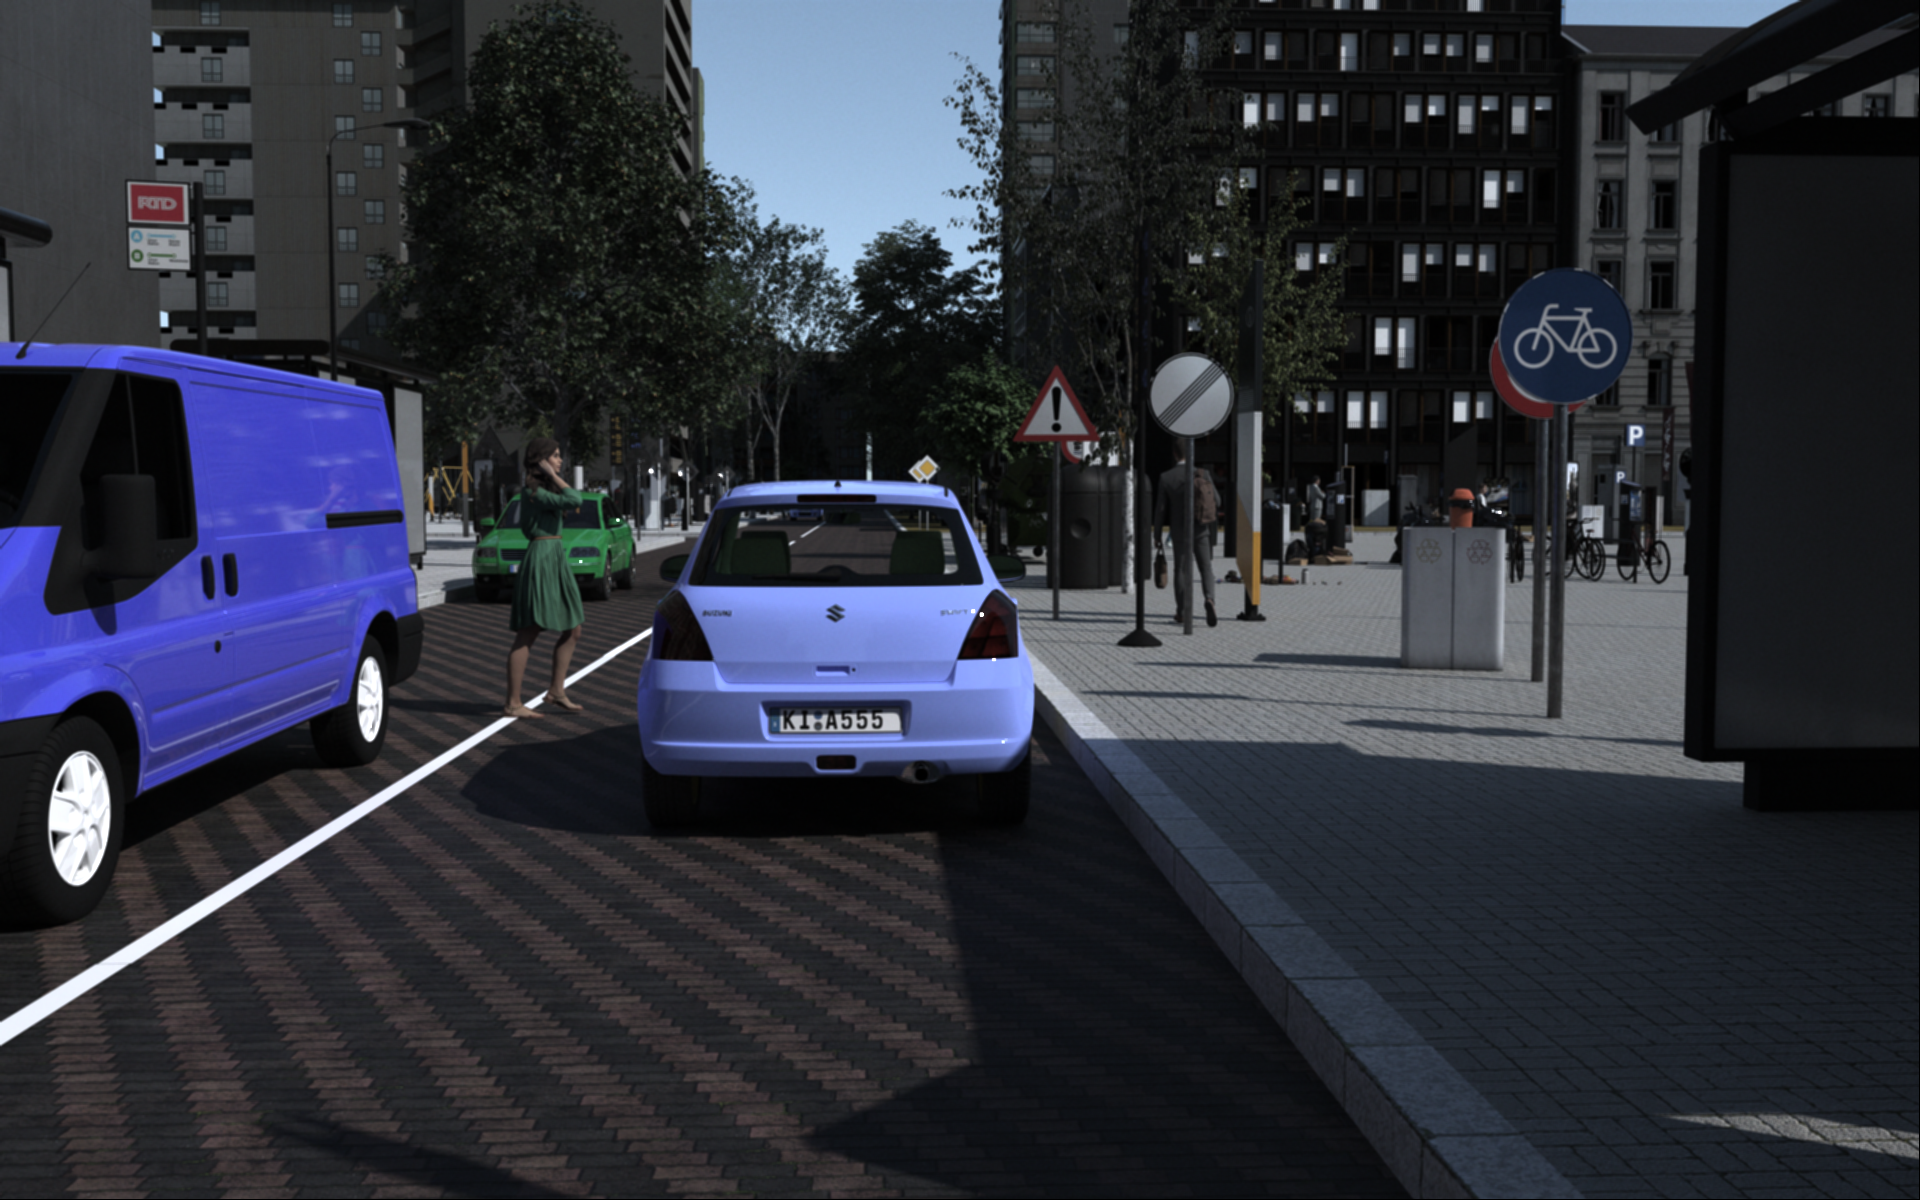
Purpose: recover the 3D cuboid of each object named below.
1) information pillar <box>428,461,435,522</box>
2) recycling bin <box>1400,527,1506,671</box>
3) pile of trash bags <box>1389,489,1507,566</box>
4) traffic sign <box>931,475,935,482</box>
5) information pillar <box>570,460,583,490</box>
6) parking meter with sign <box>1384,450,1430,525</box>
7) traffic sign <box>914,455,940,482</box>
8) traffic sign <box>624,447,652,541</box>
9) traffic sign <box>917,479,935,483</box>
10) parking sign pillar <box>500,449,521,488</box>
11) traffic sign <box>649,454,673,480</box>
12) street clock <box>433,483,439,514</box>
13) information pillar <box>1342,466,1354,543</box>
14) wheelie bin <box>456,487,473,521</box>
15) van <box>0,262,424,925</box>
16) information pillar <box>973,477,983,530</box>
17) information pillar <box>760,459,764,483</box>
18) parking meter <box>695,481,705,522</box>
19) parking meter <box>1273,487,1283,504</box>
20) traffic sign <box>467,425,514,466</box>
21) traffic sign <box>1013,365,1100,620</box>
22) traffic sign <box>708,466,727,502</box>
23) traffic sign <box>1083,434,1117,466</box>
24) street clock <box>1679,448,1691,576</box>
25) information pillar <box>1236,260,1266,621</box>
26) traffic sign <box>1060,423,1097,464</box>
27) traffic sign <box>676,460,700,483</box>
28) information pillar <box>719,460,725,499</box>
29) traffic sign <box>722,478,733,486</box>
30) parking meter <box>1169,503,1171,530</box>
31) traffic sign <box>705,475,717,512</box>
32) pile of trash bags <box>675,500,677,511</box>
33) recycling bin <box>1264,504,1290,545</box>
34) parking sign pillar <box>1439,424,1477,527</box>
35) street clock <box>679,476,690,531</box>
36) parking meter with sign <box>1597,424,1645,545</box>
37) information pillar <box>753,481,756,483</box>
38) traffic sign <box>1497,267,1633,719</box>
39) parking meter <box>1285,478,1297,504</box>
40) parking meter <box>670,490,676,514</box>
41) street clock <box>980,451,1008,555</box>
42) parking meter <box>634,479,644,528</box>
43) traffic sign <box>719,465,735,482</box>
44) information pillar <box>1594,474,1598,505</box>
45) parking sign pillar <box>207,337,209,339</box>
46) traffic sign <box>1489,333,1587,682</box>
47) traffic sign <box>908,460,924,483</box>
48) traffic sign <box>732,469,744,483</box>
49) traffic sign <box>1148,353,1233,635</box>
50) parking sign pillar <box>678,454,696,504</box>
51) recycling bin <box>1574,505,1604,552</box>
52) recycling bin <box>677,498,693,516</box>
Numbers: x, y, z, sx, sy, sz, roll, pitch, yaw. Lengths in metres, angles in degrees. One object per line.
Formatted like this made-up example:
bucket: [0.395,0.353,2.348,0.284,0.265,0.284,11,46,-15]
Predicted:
information pillar: [-24.700,-5.473,80.842,0.183,3.616,0.504,0,4,-1]
recycling bin: [3.674,-0.023,12.923,0.722,1.027,0.722,1,4,16]
pile of trash bags: [8.737,-1.286,30.784,1.912,1.369,3.447,1,4,9]
traffic sign: [-0.981,-4.592,75.186,0.768,2.556,0.104,0,4,-2]
information pillar: [-11.320,-3.674,51.432,0.183,3.616,0.504,1,4,8]
parking meter with sign: [17.782,-4.440,68.860,1.738,3.016,0.543,0,4,-3]
traffic sign: [-0.946,-2.994,51.138,0.795,2.593,0.064,0,4,-3]
traffic sign: [-8.794,-2.890,47.358,0.768,2.556,0.104,0,4,0]
traffic sign: [-1.693,-5.265,86.086,0.884,2.594,0.081,0,4,-2]
parking sign pillar: [-27.214,-7.096,104.495,1.447,3.967,1.447,0,4,8]
traffic sign: [-8.831,-2.970,50.752,0.795,2.593,0.064,0,4,-3]
street clock: [-34.558,-6.709,114.264,0.471,2.002,0.358,3,5,40]
information pillar: [10.284,-2.536,45.961,0.304,2.012,0.304,1,4,18]
wheelie bin: [-23.139,-4.486,81.258,0.980,1.594,0.693,-1,4,-21]
van: [-3.959,-0.190,7.492,2.240,2.365,5.245,0,4,-3]
information pillar: [0.647,-3.546,62.471,0.304,2.012,0.304,1,4,11]
information pillar: [-13.219,-7.605,115.696,0.183,3.616,0.504,-2,4,-25]
parking meter: [-11.911,-4.511,79.461,0.399,1.863,0.255,-2,4,-30]
parking meter: [11.546,-3.331,62.879,0.372,1.533,0.369,0,3,0]
traffic sign: [-8.854,-1.997,32.662,0.884,2.594,0.081,0,4,-1]
traffic sign: [0.977,-1.076,17.591,0.884,2.594,0.081,0,4,2]
traffic sign: [-11.271,-4.925,80.528,0.884,2.594,0.081,0,4,-2]
traffic sign: [2.315,-1.627,28.739,0.606,2.300,0.079,0,3,0]
street clock: [11.538,-1.385,27.211,0.358,2.002,0.471,-1,4,-19]
information pillar: [2.948,-1.606,17.607,0.183,3.616,0.504,-1,4,-11]
traffic sign: [2.141,-1.852,30.378,0.768,2.556,0.104,0,4,3]
traffic sign: [-9.243,-3.458,58.727,0.795,2.593,0.064,0,4,-3]
information pillar: [-16.124,-7.709,117.389,0.504,3.616,0.183,3,5,42]
traffic sign: [-12.189,-5.428,90.870,0.606,2.300,0.079,0,3,0]
parking meter: [7.714,-3.289,62.194,0.372,1.533,0.369,0,3,0]
traffic sign: [-13.428,-5.584,93.420,0.606,2.300,0.079,0,4,-2]
pile of trash bags: [-20.987,-7.378,130.381,3.447,1.369,1.912,0,4,4]
recycling bin: [7.830,-1.906,43.715,0.722,1.027,0.722,-3,4,-37]
parking sign pillar: [19.148,-4.776,66.559,1.447,3.967,1.447,0,4,-4]
street clock: [-9.655,-3.436,60.745,0.358,2.002,0.471,1,4,14]
parking meter with sign: [16.663,-2.934,44.226,0.543,3.016,1.738,-1,4,-16]
information pillar: [-10.873,-5.264,90.554,0.304,2.012,0.304,-2,4,-26]
traffic sign: [3.409,-0.596,9.853,0.768,2.556,0.104,0,4,-1]
parking meter: [11.918,-3.469,62.423,0.399,1.863,0.255,0,4,1]
parking meter: [-18.573,-6.342,112.106,0.372,1.533,0.369,0,3,0]
street clock: [0.581,-1.526,29.520,0.358,2.002,0.471,3,5,45]
parking meter: [-12.096,-3.650,65.382,0.255,1.863,0.399,1,4,19]
traffic sign: [-10.650,-4.857,79.139,0.795,2.593,0.064,0,4,6]
information pillar: [23.592,-3.633,63.885,0.304,2.012,0.304,-2,4,-28]
parking sign pillar: [-12.444,-2.526,29.779,1.447,3.967,1.447,1,4,16]
traffic sign: [3.949,-0.713,11.770,0.768,2.556,0.104,0,4,0]
traffic sign: [-1.358,-3.481,59.112,0.795,2.593,0.064,0,4,-3]
traffic sign: [-11.528,-5.492,89.522,0.795,2.593,0.064,0,4,2]
traffic sign: [2.081,-0.955,15.717,0.768,2.556,0.104,0,4,5]
parking sign pillar: [-18.325,-7.826,116.424,1.447,3.967,1.447,3,4,38]
recycling bin: [13.965,-1.617,38.987,0.722,1.027,0.722,-2,4,-27]
recycling bin: [-15.833,-5.327,99.647,0.722,1.027,0.722,-2,4,-34]
